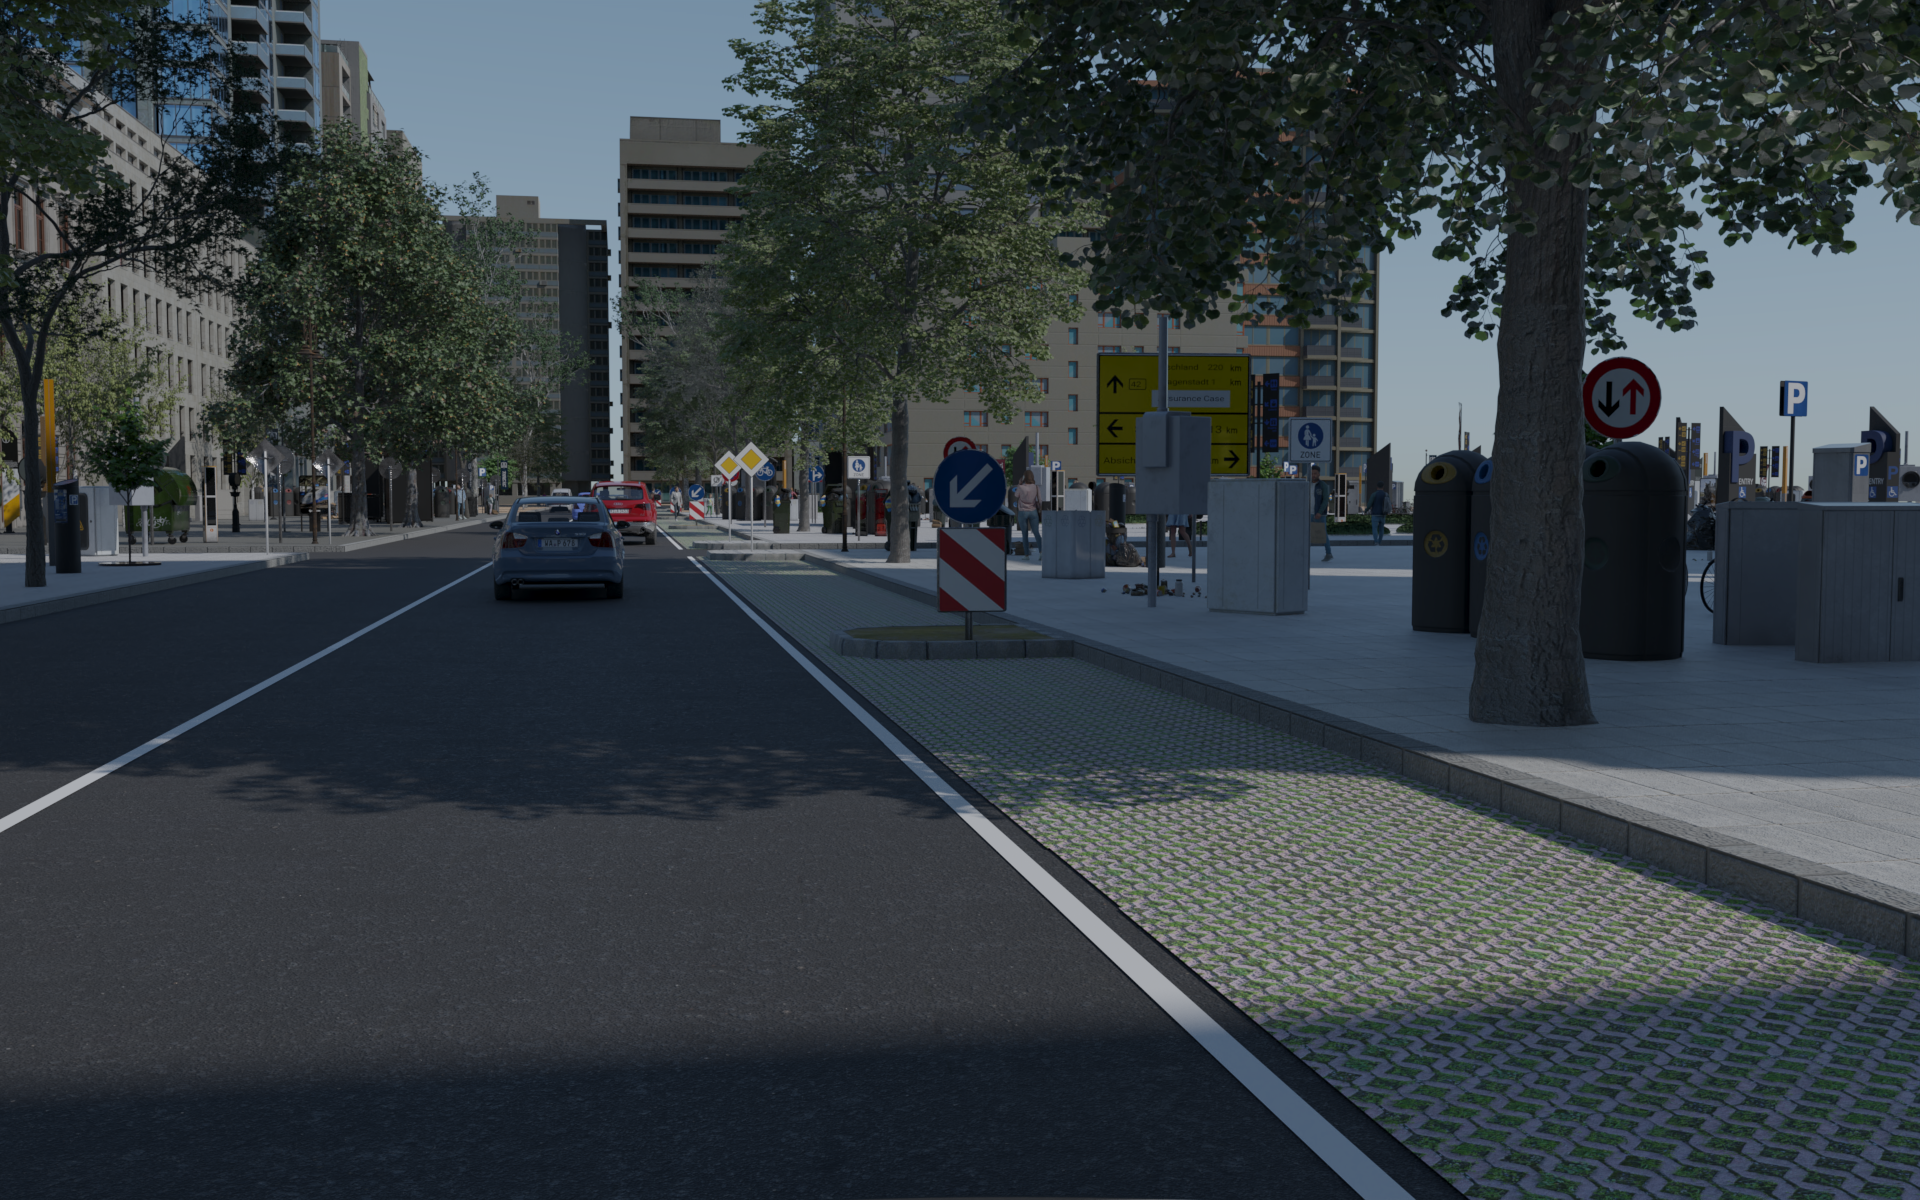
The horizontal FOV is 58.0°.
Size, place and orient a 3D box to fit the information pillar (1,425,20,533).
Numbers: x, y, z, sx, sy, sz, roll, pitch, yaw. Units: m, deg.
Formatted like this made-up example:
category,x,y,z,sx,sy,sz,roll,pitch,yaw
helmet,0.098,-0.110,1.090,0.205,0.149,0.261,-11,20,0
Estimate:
category,x,y,z,sx,sy,sz,roll,pitch,yaw
information pillar,-31.167,-4.005,56.831,0.504,3.616,0.183,-2,4,-28

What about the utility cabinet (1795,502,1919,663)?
category,x,y,z,sx,sy,sz,roll,pitch,yaw
utility cabinet,6.973,-0.132,13.323,1.020,1.237,0.306,-1,4,-13

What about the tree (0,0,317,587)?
category,x,y,z,sx,sy,sz,roll,pitch,yaw
tree,-12.726,-5.480,24.018,8.767,10.594,7.601,1,4,10

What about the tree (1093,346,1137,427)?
category,x,y,z,sx,sy,sz,roll,pitch,yaw
tree,8.814,-8.253,85.300,4.737,8.622,4.395,0,3,0

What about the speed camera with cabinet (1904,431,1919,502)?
category,x,y,z,sx,sy,sz,roll,pitch,yaw
speed camera with cabinet,28.963,-3.666,54.274,2.038,3.252,0.660,0,4,8

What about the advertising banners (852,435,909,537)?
category,x,y,z,sx,sy,sz,roll,pitch,yaw
advertising banners,-2.398,-3.432,52.299,2.074,3.025,0.090,2,4,33

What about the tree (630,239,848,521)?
category,x,y,z,sx,sy,sz,roll,pitch,yaw
tree,-10.199,-10.500,82.043,12.009,13.543,11.850,0,3,0

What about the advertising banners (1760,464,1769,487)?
category,x,y,z,sx,sy,sz,roll,pitch,yaw
advertising banners,46.017,-6.395,100.745,2.074,3.025,0.090,0,4,-2

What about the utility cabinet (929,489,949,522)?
category,x,y,z,sx,sy,sz,roll,pitch,yaw
utility cabinet,-0.863,-4.202,77.379,1.173,1.500,0.318,3,5,44

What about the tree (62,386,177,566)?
category,x,y,z,sx,sy,sz,roll,pitch,yaw
tree,-14.813,-2.228,31.036,1.663,3.219,1.824,0,3,0

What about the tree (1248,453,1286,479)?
category,x,y,z,sx,sy,sz,roll,pitch,yaw
tree,12.302,-4.614,70.042,1.663,3.219,1.824,0,3,0

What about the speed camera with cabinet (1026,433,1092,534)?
category,x,y,z,sx,sy,sz,roll,pitch,yaw
speed camera with cabinet,3.194,-3.761,55.836,2.038,3.252,0.660,1,4,16

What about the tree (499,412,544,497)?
category,x,y,z,sx,sy,sz,roll,pitch,yaw
tree,-36.395,-11.842,143.984,4.360,8.622,3.978,0,3,0

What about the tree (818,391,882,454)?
category,x,y,z,sx,sy,sz,roll,pitch,yaw
tree,-6.623,-9.648,108.113,4.737,8.622,4.395,0,3,0

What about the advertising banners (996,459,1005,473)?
category,x,y,z,sx,sy,sz,roll,pitch,yaw
advertising banners,2.773,-5.522,86.464,2.074,3.025,0.090,0,4,1

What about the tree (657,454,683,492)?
category,x,y,z,sx,sy,sz,roll,pitch,yaw
tree,-27.360,-13.155,165.453,4.737,8.622,4.395,0,3,0

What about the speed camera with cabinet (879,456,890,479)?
category,x,y,z,sx,sy,sz,roll,pitch,yaw
speed camera with cabinet,-3.211,-5.922,91.155,2.038,3.252,0.660,1,4,13

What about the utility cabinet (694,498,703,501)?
category,x,y,z,sx,sy,sz,roll,pitch,yaw
utility cabinet,-16.121,-5.855,106.887,0.306,1.237,1.020,1,4,11

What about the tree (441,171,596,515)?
category,x,y,z,sx,sy,sz,roll,pitch,yaw
tree,-29.981,-15.178,104.045,12.611,20.169,13.585,0,3,0

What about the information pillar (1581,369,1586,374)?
category,x,y,z,sx,sy,sz,roll,pitch,yaw
information pillar,10.997,-2.403,30.637,0.504,3.616,0.183,-1,4,-16

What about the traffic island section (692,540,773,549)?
category,x,y,z,sx,sy,sz,roll,pitch,yaw
traffic island section,-6.109,-1.468,46.284,2.009,0.180,2.903,-1,4,-11

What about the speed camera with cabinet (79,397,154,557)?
category,x,y,z,sx,sy,sz,roll,pitch,yaw
speed camera with cabinet,-17.543,-2.525,35.620,2.038,3.252,0.660,2,4,25

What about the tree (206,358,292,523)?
category,x,y,z,sx,sy,sz,roll,pitch,yaw
tree,-31.543,-7.793,77.780,4.360,8.622,3.978,0,3,0

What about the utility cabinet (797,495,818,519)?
category,x,y,z,sx,sy,sz,roll,pitch,yaw
utility cabinet,-7.930,-4.831,90.145,1.020,1.237,0.306,-2,4,-29

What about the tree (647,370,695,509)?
category,x,y,z,sx,sy,sz,roll,pitch,yaw
tree,-5.157,-8.628,59.203,7.486,12.596,7.792,0,3,0

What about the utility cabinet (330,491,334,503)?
category,x,y,z,sx,sy,sz,roll,pitch,yaw
utility cabinet,-41.545,-6.550,115.775,1.173,1.500,0.318,-2,4,-28

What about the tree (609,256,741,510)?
category,x,y,z,sx,sy,sz,roll,pitch,yaw
tree,-20.056,-17.126,135.894,12.611,20.169,13.585,0,3,0

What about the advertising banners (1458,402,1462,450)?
category,x,y,z,sx,sy,sz,roll,pitch,yaw
advertising banners,9.869,-2.312,33.993,0.090,3.025,2.074,1,4,22

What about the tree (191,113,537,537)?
category,x,y,z,sx,sy,sz,roll,pitch,yaw
tree,-18.211,-8.287,52.505,9.611,12.733,9.660,0,3,0

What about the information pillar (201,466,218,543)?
category,x,y,z,sx,sy,sz,roll,pitch,yaw
information pillar,-19.668,-2.501,45.391,0.304,2.012,0.304,-3,4,-38

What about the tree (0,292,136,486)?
category,x,y,z,sx,sy,sz,roll,pitch,yaw
tree,-31.276,-6.717,60.189,4.360,8.622,3.978,0,3,0

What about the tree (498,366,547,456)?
category,x,y,z,sx,sy,sz,roll,pitch,yaw
tree,-26.002,-9.568,90.853,8.767,10.594,7.601,-2,4,-27

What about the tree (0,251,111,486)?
category,x,y,z,sx,sy,sz,roll,pitch,yaw
tree,-27.131,-6.307,53.481,4.737,8.622,4.395,0,3,0

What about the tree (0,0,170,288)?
category,x,y,z,sx,sy,sz,roll,pitch,yaw
tree,-10.707,-5.867,14.057,7.486,12.596,7.792,0,3,0

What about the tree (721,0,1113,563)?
category,x,y,z,sx,sy,sz,roll,pitch,yaw
tree,-0.726,-6.969,32.073,7.486,12.596,7.792,0,3,0

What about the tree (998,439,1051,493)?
category,x,y,z,sx,sy,sz,roll,pitch,yaw
tree,3.609,-7.240,102.093,4.285,4.588,4.351,0,3,0

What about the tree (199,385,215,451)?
category,x,y,z,sx,sy,sz,roll,pitch,yaw
tree,-32.090,-7.122,66.809,4.737,8.622,4.395,0,3,0

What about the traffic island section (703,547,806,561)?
category,x,y,z,sx,sy,sz,roll,pitch,yaw
traffic island section,-4.575,-0.989,38.447,2.009,0.180,2.903,-1,4,-11

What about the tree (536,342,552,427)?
category,x,y,z,sx,sy,sz,roll,pitch,yaw
tree,-21.024,-9.132,66.318,9.611,12.733,9.660,0,3,0

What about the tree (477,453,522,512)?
category,x,y,z,sx,sy,sz,roll,pitch,yaw
tree,-33.286,-8.619,124.631,4.285,4.588,4.351,0,3,0

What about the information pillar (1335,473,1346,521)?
category,x,y,z,sx,sy,sz,roll,pitch,yaw
information pillar,13.573,-3.505,61.800,0.304,2.012,0.304,-1,4,-13

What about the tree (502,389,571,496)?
category,x,y,z,sx,sy,sz,roll,pitch,yaw
tree,-45.263,-16.260,183.970,7.486,12.596,7.792,0,3,0

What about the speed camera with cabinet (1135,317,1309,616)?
category,x,y,z,sx,sy,sz,roll,pitch,yaw
speed camera with cabinet,2.870,-1.512,19.065,0.660,3.252,2.038,-3,5,-42

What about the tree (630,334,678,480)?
category,x,y,z,sx,sy,sz,roll,pitch,yaw
tree,-18.241,-13.085,120.598,9.857,13.997,8.962,0,3,0

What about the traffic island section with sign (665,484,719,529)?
category,x,y,z,sx,sy,sz,roll,pitch,yaw
traffic island section with sign,-10.890,-3.795,70.680,1.989,1.847,2.006,-1,4,-11

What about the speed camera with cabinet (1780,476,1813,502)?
category,x,y,z,sx,sy,sz,roll,pitch,yaw
speed camera with cabinet,40.315,-5.407,82.740,0.660,3.252,2.038,-2,4,-34

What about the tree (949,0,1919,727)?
category,x,y,z,sx,sy,sz,roll,pitch,yaw
tree,3.187,-6.293,9.549,9.857,13.997,8.962,0,3,0

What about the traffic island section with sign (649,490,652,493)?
category,x,y,z,sx,sy,sz,roll,pitch,yaw
traffic island section with sign,-25.662,-8.411,146.150,1.989,1.847,2.006,-1,4,-11

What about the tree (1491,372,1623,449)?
category,x,y,z,sx,sy,sz,roll,pitch,yaw
tree,8.536,-1.802,24.060,1.663,3.219,1.824,0,3,0

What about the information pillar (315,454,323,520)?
category,x,y,z,sx,sy,sz,roll,pitch,yaw
information pillar,-32.248,-5.865,87.252,0.183,3.616,0.504,3,4,37

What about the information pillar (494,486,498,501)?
category,x,y,z,sx,sy,sz,roll,pitch,yaw
information pillar,-31.462,-6.898,117.268,0.304,2.012,0.304,3,5,44

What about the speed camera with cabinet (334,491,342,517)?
category,x,y,z,sx,sy,sz,roll,pitch,yaw
speed camera with cabinet,-33.976,-6.086,93.843,2.038,3.252,0.660,-1,4,-22

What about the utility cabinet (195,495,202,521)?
category,x,y,z,sx,sy,sz,roll,pitch,yaw
utility cabinet,-36.310,-4.404,83.174,0.306,1.237,1.020,1,4,11

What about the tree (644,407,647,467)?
category,x,y,z,sx,sy,sz,roll,pitch,yaw
tree,-23.845,-14.295,151.843,7.486,12.596,7.792,0,3,0

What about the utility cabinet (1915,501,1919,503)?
category,x,y,z,sx,sy,sz,roll,pitch,yaw
utility cabinet,43.871,-4.260,78.325,1.173,1.500,0.318,0,4,-2

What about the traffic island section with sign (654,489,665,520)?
category,x,y,z,sx,sy,sz,roll,pitch,yaw
traffic island section with sign,-16.076,-5.415,97.170,1.989,1.847,2.006,-1,4,-11

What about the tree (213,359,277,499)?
category,x,y,z,sx,sy,sz,roll,pitch,yaw
tree,-37.896,-8.662,91.985,4.737,8.622,4.395,0,3,0

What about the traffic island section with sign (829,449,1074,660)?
category,x,y,z,sx,sy,sz,roll,pitch,yaw
traffic island section with sign,-0.159,-0.443,15.867,1.989,1.847,2.006,-1,4,-11

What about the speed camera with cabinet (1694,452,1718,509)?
category,x,y,z,sx,sy,sz,roll,pitch,yaw
speed camera with cabinet,34.708,-5.327,81.435,0.660,3.252,2.038,-3,5,-40

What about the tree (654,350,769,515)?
category,x,y,z,sx,sy,sz,roll,pitch,yaw
tree,-15.330,-10.538,106.710,7.601,10.594,8.767,-1,4,-16
